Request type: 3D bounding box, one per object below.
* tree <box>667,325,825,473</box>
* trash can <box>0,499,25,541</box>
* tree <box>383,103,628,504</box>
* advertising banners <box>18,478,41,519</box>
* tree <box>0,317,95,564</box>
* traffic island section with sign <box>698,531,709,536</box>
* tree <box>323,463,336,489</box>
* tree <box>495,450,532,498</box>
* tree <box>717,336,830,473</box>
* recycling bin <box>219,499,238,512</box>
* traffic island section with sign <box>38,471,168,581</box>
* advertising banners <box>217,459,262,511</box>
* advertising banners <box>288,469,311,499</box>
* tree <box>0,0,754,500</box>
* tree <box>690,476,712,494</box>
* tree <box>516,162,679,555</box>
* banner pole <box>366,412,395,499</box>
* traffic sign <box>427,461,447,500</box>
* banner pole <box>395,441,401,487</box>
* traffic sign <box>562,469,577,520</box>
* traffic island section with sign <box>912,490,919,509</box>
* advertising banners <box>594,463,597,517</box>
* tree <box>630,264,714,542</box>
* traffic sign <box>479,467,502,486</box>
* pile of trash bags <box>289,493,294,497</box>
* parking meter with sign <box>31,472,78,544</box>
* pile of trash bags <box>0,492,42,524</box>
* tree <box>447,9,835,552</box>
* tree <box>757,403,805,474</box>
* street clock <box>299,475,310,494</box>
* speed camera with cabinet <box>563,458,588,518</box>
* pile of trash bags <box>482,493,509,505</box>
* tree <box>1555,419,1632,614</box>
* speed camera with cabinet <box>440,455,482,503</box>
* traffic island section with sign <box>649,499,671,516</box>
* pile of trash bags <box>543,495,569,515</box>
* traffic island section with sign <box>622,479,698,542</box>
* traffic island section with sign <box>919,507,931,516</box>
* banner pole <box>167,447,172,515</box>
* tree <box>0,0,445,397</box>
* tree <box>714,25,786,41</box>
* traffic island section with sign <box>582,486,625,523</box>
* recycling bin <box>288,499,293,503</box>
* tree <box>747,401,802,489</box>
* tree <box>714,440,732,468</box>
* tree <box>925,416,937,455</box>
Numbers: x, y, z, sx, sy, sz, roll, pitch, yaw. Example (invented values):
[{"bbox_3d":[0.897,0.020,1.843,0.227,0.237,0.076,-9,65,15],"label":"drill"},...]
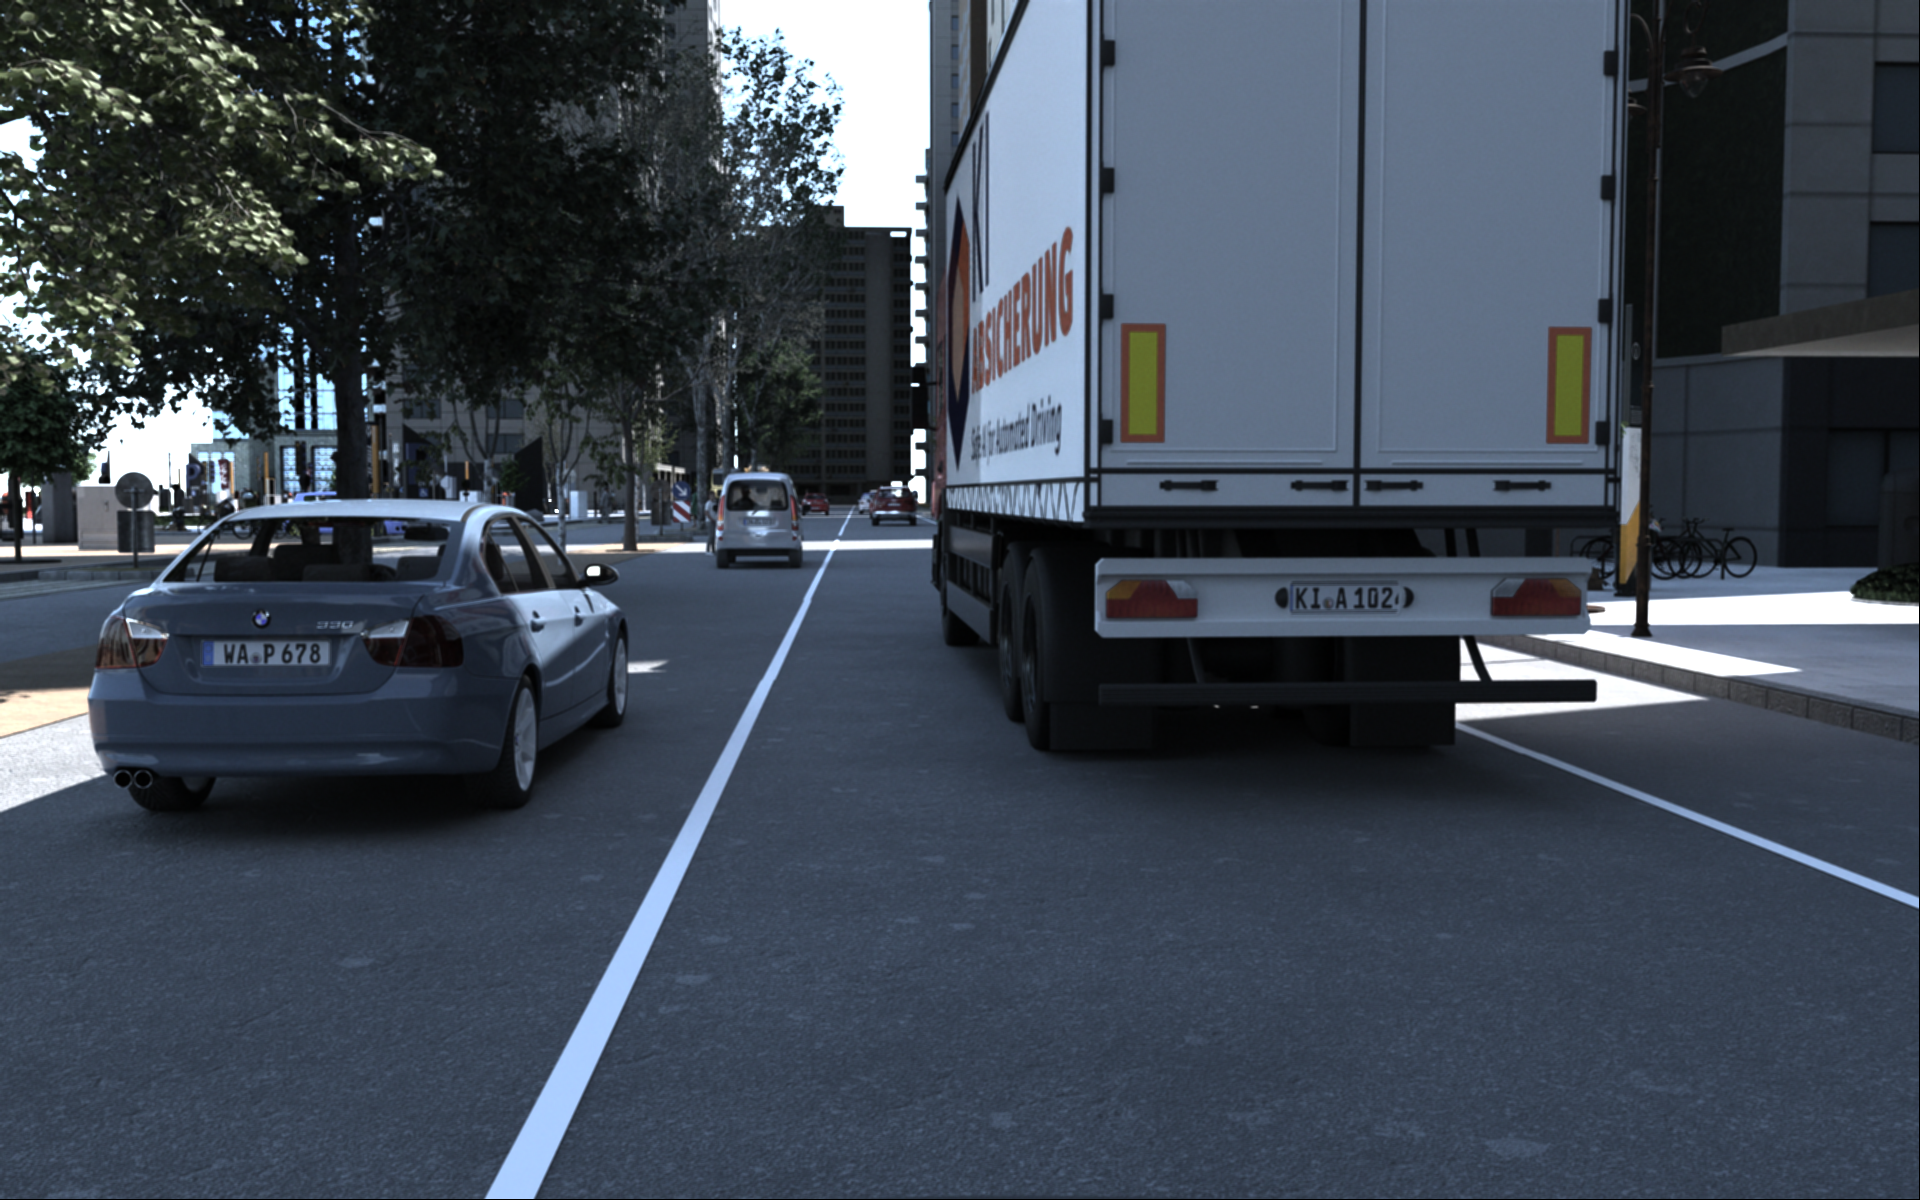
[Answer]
[{"bbox_3d":[-11.150,-9.351,89.766,8.767,10.594,7.601,0,4,-3],"label":"tree"},{"bbox_3d":[-25.782,-2.164,47.027,0.748,1.137,0.748,0,3,0],"label":"trash can"},{"bbox_3d":[-7.974,-4.666,29.114,4.360,8.622,3.978,0,3,0],"label":"tree"},{"bbox_3d":[-47.743,-5.668,88.859,0.090,3.025,2.074,1,4,22],"label":"advertising banners"},{"bbox_3d":[-17.548,-2.973,32.317,4.285,4.588,4.351,0,3,0],"label":"tree"},{"bbox_3d":[-9.627,-3.192,60.320,2.006,1.907,1.989,0,4,-3],"label":"traffic island section with sign"},{"bbox_3d":[-32.835,-5.921,91.404,1.663,3.219,1.824,0,3,0],"label":"tree"},{"bbox_3d":[-19.842,-5.031,76.857,1.663,3.219,1.824,0,3,0],"label":"tree"},{"bbox_3d":[-12.107,-11.209,111.476,9.928,11.665,9.643,0,3,0],"label":"tree"},{"bbox_3d":[-34.846,-4.278,82.502,0.722,1.027,0.722,-1,4,-12],"label":"recycling bin"},{"bbox_3d":[-14.241,-1.275,29.478,1.989,1.847,2.006,0,4,-3],"label":"traffic island section with sign"},{"bbox_3d":[-36.246,-5.565,87.181,2.074,3.025,0.090,-3,4,-36],"label":"advertising banners"},{"bbox_3d":[-45.512,-7.500,118.807,2.074,3.025,0.090,0,4,0],"label":"advertising banners"},{"bbox_3d":[-7.510,-6.220,21.163,9.611,12.733,9.660,0,3,0],"label":"tree"},{"bbox_3d":[-24.466,-10.214,161.606,1.663,3.219,1.824,0,3,0],"label":"tree"},{"bbox_3d":[-7.928,-4.982,34.276,4.737,8.622,4.395,0,3,0],"label":"tree"},{"bbox_3d":[-17.753,-3.824,52.534,0.863,3.779,0.401,-3,5,-42],"label":"banner pole"},{"bbox_3d":[-15.858,-2.973,52.247,0.795,2.450,0.064,0,4,-3],"label":"traffic sign"},{"bbox_3d":[-23.429,-4.996,71.703,0.863,3.779,0.401,3,4,36],"label":"banner pole"},{"bbox_3d":[-19.543,-5.290,86.605,0.768,2.556,0.104,0,4,3],"label":"traffic sign"},{"bbox_3d":[-4.371,-9.467,163.405,1.989,1.847,2.006,0,4,-3],"label":"traffic island section with sign"},{"bbox_3d":[-20.264,-6.128,96.376,0.090,3.025,2.074,0,4,-7],"label":"advertising banners"},{"bbox_3d":[-9.541,-6.001,50.937,4.360,8.622,3.978,0,3,0],"label":"tree"},{"bbox_3d":[-16.318,-3.460,60.218,0.795,2.450,0.064,0,4,-3],"label":"traffic sign"},{"bbox_3d":[-46.991,-6.787,120.715,1.912,1.369,3.447,-2,4,-31],"label":"pile of trash bags"},{"bbox_3d":[-23.570,-2.995,45.236,0.543,3.016,1.738,1,4,16],"label":"parking meter with sign"},{"bbox_3d":[-38.736,-3.894,73.415,3.447,1.369,1.912,-3,5,-40],"label":"pile of trash bags"},{"bbox_3d":[-8.174,-7.936,42.584,12.009,13.543,11.850,0,3,0],"label":"tree"},{"bbox_3d":[-12.604,-10.151,118.781,4.360,8.622,3.978,0,3,0],"label":"tree"},{"bbox_3d":[-24.310,-3.653,64.290,0.358,2.002,0.471,0,4,6],"label":"street clock"},{"bbox_3d":[-20.646,-6.015,92.686,0.660,3.252,2.038,-3,4,-39],"label":"speed camera with cabinet"},{"bbox_3d":[-27.651,-5.613,101.520,1.912,1.369,3.447,2,4,30],"label":"pile of trash bags"},{"bbox_3d":[6.677,-1.493,19.008,1.663,3.219,1.824,0,3,0],"label":"tree"},{"bbox_3d":[-25.373,-5.732,88.056,2.038,3.252,0.660,0,4,8],"label":"speed camera with cabinet"},{"bbox_3d":[-19.023,-6.333,112.175,1.989,1.847,2.006,0,4,-3],"label":"traffic island section with sign"},{"bbox_3d":[-24.578,-5.875,105.814,1.912,1.369,3.447,1,4,21],"label":"pile of trash bags"},{"bbox_3d":[-9.210,-2.739,52.925,2.006,1.907,1.989,0,4,-3],"label":"traffic island section with sign"},{"bbox_3d":[-1.497,-6.430,113.762,1.989,1.847,2.006,0,4,-3],"label":"traffic island section with sign"},{"bbox_3d":[-41.669,-6.199,91.377,0.401,3.779,0.863,-1,4,-10],"label":"banner pole"},{"bbox_3d":[-7.122,-5.584,11.890,7.486,12.596,7.792,0,3,0],"label":"tree"},{"bbox_3d":[-11.087,-12.713,66.203,12.611,20.169,13.585,0,3,0],"label":"tree"},{"bbox_3d":[-17.455,-4.686,85.245,1.989,1.847,2.006,0,4,-3],"label":"traffic island section with sign"},{"bbox_3d":[-37.517,-5.108,96.066,0.722,1.027,0.722,2,4,31],"label":"recycling bin"},{"bbox_3d":[-13.253,-10.452,123.704,4.737,8.622,4.395,0,3,0],"label":"tree"},{"bbox_3d":[-26.472,-14.465,186.868,4.360,8.622,3.978,0,3,0],"label":"tree"},{"bbox_3d":[-0.715,-11.664,141.076,4.737,8.622,4.395,0,3,0],"label":"tree"}]
